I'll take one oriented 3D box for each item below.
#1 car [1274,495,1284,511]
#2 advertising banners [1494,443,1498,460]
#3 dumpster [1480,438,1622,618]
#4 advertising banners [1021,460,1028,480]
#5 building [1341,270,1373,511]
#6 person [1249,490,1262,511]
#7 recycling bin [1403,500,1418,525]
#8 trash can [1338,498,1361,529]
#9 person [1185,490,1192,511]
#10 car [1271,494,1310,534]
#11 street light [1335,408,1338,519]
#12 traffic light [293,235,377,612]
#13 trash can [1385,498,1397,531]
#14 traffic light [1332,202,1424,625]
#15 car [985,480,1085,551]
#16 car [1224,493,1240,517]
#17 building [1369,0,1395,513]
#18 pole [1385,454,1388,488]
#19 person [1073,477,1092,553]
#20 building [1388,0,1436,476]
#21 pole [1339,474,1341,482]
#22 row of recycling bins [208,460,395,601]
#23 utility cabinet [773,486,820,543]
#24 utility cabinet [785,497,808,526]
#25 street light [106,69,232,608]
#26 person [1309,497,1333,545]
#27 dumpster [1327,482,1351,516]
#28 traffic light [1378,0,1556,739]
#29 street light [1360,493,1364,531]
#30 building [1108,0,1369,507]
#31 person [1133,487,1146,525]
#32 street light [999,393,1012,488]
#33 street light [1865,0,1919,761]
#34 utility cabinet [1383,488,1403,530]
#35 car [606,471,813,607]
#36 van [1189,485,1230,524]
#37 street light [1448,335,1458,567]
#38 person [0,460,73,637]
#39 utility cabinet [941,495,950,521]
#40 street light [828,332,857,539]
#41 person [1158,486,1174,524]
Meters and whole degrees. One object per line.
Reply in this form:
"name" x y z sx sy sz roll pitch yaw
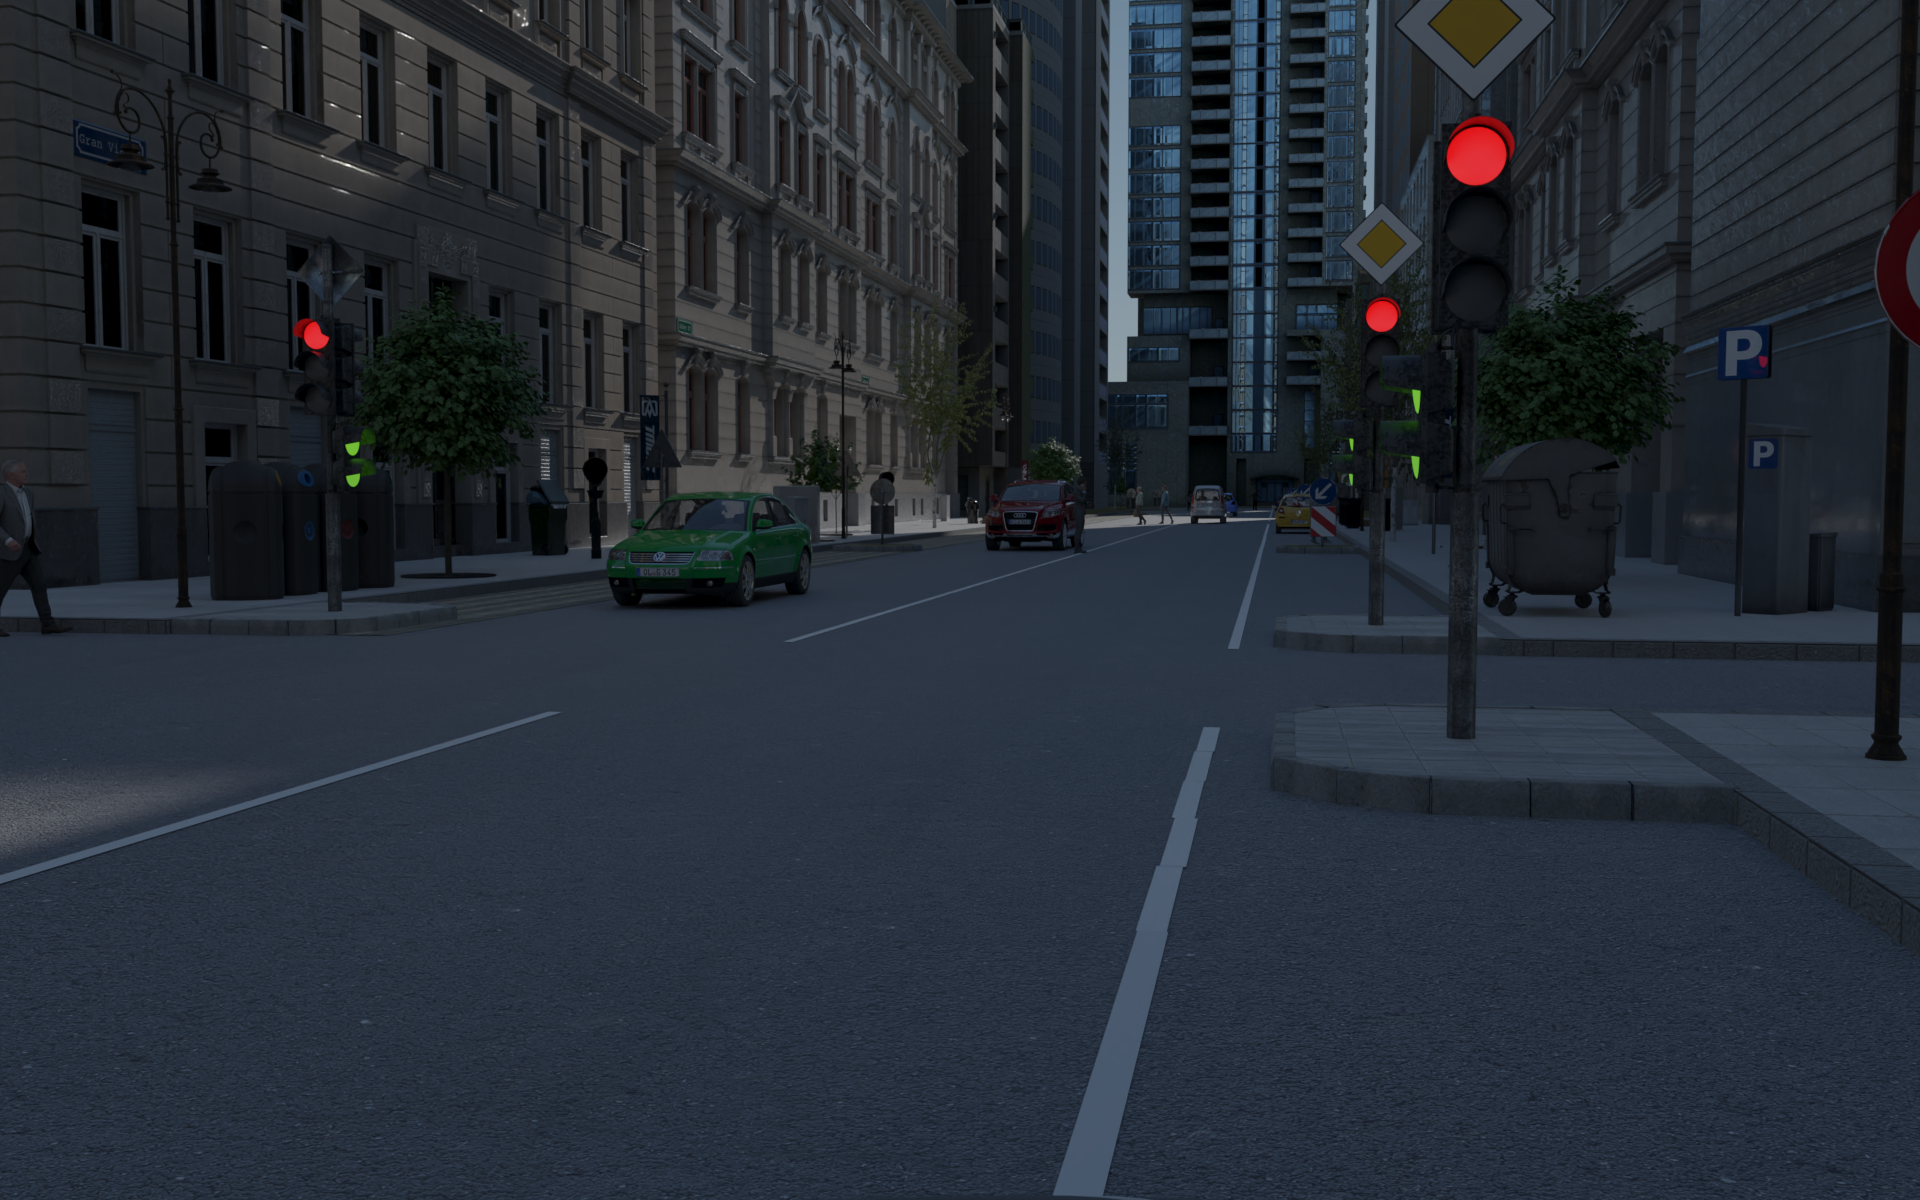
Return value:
"car" 27.762 -8.269 147.775 1.945 1.354 3.894 1 4 9
"advertising banners" 11.914 -2.565 38.124 0.090 3.025 2.074 1 4 9
"dumpster" 6.374 -0.793 18.724 1.264 1.857 1.865 1 4 10
"advertising banners" 3.896 -5.717 89.659 2.074 3.025 0.090 -3 5 -40
"building" 46.768 -18.368 145.363 27.650 21.520 28.899 1 4 10
"person" 25.354 -8.569 148.745 1.348 1.807 0.705 -1 4 -20
"recycling bin" 18.357 -3.577 71.045 0.722 1.027 0.722 0 4 0
"trash can" 14.635 -3.230 64.462 0.748 1.137 0.748 0 3 0
"person" 19.308 -8.327 145.373 0.721 1.735 1.217 -3 5 -42
"car" 12.487 -3.276 63.782 2.015 1.641 3.980 1 4 11
"street light" 19.400 -7.124 89.272 0.468 5.910 1.993 1 4 10
"traffic light" -6.825 -1.830 18.836 0.839 4.253 0.868 1 4 10
"trash can" 14.727 -2.956 59.976 0.748 1.137 0.748 0 3 0
"traffic light" 4.059 -1.709 16.868 0.839 4.253 0.868 1 4 10
"car" 2.028 -2.260 45.621 2.281 1.827 5.304 1 4 12
"car" 17.039 -6.248 111.749 1.945 1.707 3.694 1 4 11
"building" 38.551 -35.094 115.786 21.231 58.520 28.212 1 4 10
"pole" 20.798 -5.545 84.510 0.158 3.312 0.155 0 3 0
"person" 2.964 -2.060 41.983 0.447 1.846 0.655 1 4 9
"building" 31.524 -27.260 95.810 14.600 45.320 14.200 1 4 10
"pole" 19.897 -5.904 90.379 0.158 3.312 0.155 0 3 0
"row of recycling bins" -8.518 -0.940 22.476 1.069 1.692 3.534 1 4 11
"utility cabinet" -4.236 -2.214 44.874 1.173 1.500 0.318 1 4 8
"utility cabinet" -4.073 -1.970 43.365 0.306 1.237 1.020 1 4 12
"street light" -8.795 -2.854 19.444 0.468 5.910 1.993 1 4 10
"person" 10.209 -2.464 48.772 0.713 1.824 0.794 2 4 26
"dumpster" 18.480 -4.832 84.757 1.264 1.857 1.865 1 4 10
"traffic light" 2.622 -1.229 9.013 0.839 4.253 0.868 1 4 10
"street light" 13.922 -5.322 59.800 0.468 5.910 1.993 1 4 10
"building" 30.247 -53.416 186.028 31.000 86.520 22.319 1 4 10
"person" 8.384 -4.383 80.648 0.515 1.767 0.782 0 4 -6
"street light" 2.107 -6.500 79.068 0.468 5.910 1.993 1 4 10
"street light" 4.493 -2.167 8.226 0.468 5.910 1.993 1 4 10
"utility cabinet" 15.294 -3.235 61.575 1.173 1.500 0.318 -3 5 -44
"car" -3.309 -0.901 23.531 1.959 1.807 4.718 1 4 10
"van" 12.206 -4.763 84.884 2.013 2.044 4.112 1 4 10
"street light" 8.679 -3.517 30.286 0.468 5.910 1.993 1 4 10
"person" -9.425 -0.521 17.422 0.834 1.777 0.661 0 4 2
"utility cabinet" -0.700 -4.320 81.790 0.306 1.237 1.020 1 4 8
"street light" -3.340 -4.690 49.477 0.468 5.910 1.993 1 4 10
"person" 9.864 -4.566 83.009 0.748 1.841 0.638 3 4 36
